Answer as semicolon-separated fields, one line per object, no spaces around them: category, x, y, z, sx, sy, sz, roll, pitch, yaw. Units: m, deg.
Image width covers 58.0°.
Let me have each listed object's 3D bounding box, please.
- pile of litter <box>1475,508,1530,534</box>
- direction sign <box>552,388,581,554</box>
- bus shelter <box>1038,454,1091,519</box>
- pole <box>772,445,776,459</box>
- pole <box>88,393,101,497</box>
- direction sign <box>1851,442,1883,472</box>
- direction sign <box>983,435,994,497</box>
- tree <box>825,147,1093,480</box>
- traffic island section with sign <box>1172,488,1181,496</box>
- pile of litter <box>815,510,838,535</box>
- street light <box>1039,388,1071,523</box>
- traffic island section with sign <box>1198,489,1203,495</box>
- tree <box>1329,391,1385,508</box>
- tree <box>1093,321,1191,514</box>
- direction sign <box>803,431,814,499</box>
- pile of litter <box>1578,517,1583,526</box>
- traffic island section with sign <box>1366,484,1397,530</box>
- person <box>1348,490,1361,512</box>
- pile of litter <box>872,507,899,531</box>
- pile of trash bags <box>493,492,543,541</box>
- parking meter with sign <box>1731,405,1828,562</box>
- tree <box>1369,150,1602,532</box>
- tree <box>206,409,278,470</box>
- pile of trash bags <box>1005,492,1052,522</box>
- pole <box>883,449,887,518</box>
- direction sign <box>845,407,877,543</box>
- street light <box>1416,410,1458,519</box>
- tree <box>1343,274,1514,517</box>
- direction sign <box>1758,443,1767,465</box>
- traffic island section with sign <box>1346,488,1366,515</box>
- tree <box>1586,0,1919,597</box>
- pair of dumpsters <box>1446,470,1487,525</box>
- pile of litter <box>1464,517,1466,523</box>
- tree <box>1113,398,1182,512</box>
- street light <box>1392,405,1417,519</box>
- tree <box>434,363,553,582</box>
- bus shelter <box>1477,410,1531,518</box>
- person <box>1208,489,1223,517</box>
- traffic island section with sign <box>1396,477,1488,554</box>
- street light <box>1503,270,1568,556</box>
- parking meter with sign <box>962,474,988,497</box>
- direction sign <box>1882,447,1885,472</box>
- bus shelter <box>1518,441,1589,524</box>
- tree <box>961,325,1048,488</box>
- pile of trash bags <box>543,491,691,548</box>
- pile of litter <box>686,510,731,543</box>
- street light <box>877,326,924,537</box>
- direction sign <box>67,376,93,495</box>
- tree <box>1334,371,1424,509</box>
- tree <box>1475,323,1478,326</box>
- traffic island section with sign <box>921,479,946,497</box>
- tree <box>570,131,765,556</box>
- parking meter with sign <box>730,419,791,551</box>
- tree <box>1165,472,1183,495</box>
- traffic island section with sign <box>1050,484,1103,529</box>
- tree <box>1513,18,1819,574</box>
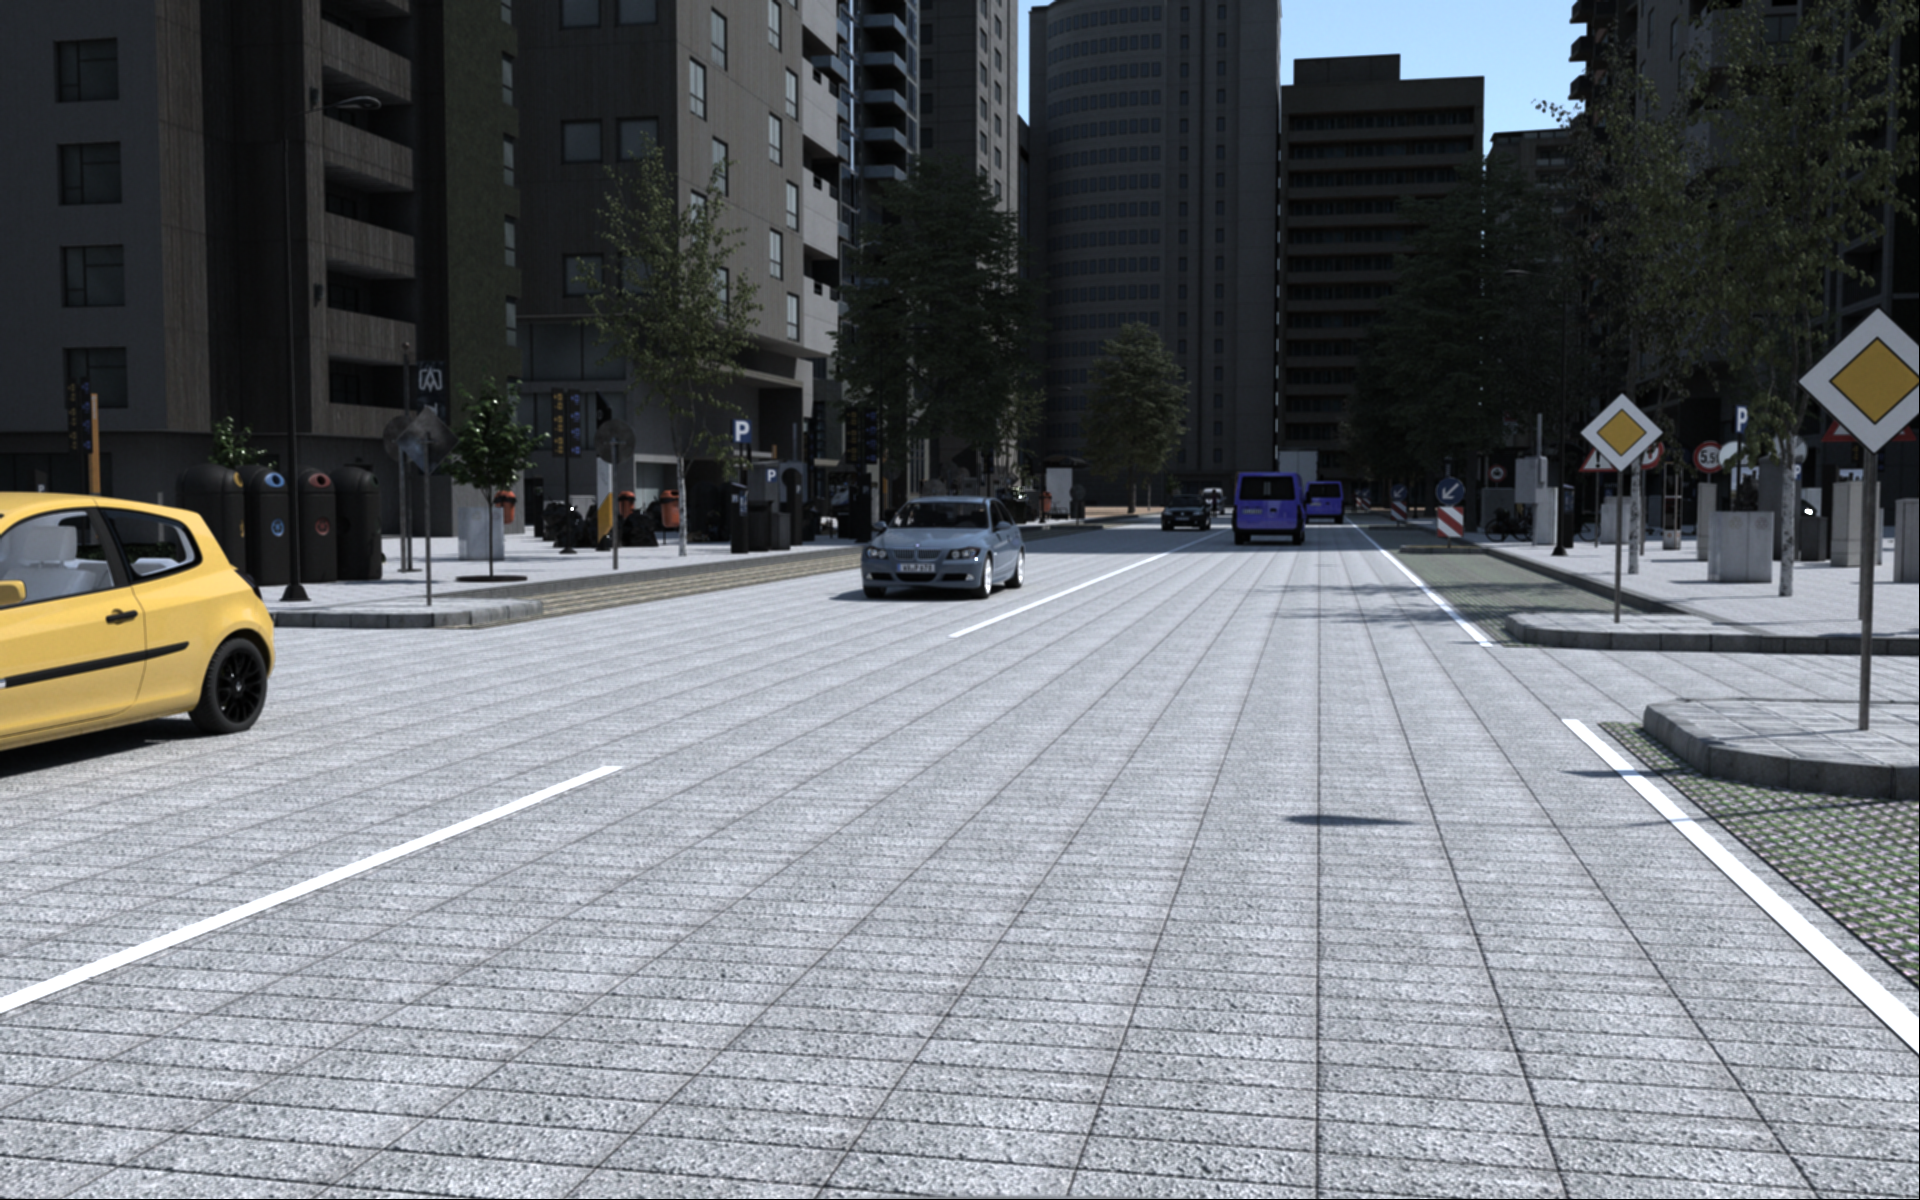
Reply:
pile of litter;17.525;-2.561;55.832;1.176;0.858;1.719;-3;5;-43
direction sign;-8.456;-2.769;37.268;0.379;3.537;0.876;2;4;28
bus shelter;5.536;-5.944;91.107;2.014;3.302;5.546;1;4;12
pole;-7.709;-4.775;71.911;0.158;3.312;0.155;0;3;0
pole;-17.585;-2.529;35.186;0.158;3.312;0.155;0;3;0
direction sign;22.630;-3.151;43.513;0.379;3.537;0.876;0;4;-2
direction sign;1.098;-4.568;66.690;0.379;3.537;0.876;-2;4;-25
tree;-0.430;-8.505;57.184;7.486;12.596;7.792;0;3;0
traffic island section with sign;15.040;-6.818;120.097;1.989;1.847;2.006;1;4;12
pile of litter;-4.352;-2.498;54.808;1.176;0.858;1.719;1;4;22
street light;4.151;-6.320;75.869;1.470;5.913;1.316;1;4;12
traffic island section with sign;20.588;-8.449;146.776;1.989;1.847;2.006;1;4;12
tree;39.867;-15.415;162.397;12.009;13.543;11.850;0;3;0
tree;11.673;-11.964;113.731;7.486;12.596;7.792;0;3;0
direction sign;-5.462;-4.318;62.602;0.379;3.537;0.876;-2;4;-29
pile of litter;22.667;-3.125;65.059;1.719;0.858;1.176;-1;4;-21
traffic island section with sign;17.309;-3.687;68.913;1.989;1.847;2.006;1;4;12
person;30.688;-7.668;134.591;1.217;1.743;0.721;-1;4;-16
pile of litter;-2.529;-2.817;60.016;1.176;0.858;1.719;-3;5;-44
pile of trash bags;-11.198;-2.327;47.804;3.447;1.369;1.912;0;4;6
parking meter with sign;15.892;-2.282;33.565;0.543;3.016;1.738;-3;4;-39
tree;17.279;-8.512;57.300;7.486;12.596;7.792;0;3;0
tree;-16.596;-2.727;39.189;1.663;3.219;1.824;0;3;0
pile of trash bags;2.814;-4.353;80.930;3.447;1.369;1.912;-2;4;-32
pole;-3.372;-5.136;77.809;0.158;3.312;0.155;0;3;0
direction sign;-2.590;-3.270;45.461;0.876;3.537;0.379;-2;4;-24
street light;17.532;-5.539;63.097;1.470;5.913;1.316;1;4;12
tree;26.916;-11.728;98.402;9.857;13.997;8.962;0;3;0
direction sign;35.523;-5.168;76.488;0.876;3.537;0.379;-2;4;-26
traffic island section with sign;27.262;-6.621;116.881;1.989;1.847;2.006;1;4;12
tree;10.150;-4.356;21.576;4.737;8.622;4.395;0;3;0
pair of dumpsters;21.158;-4.293;72.681;1.574;2.255;4.437;1;4;12
pile of litter;21.711;-3.797;76.053;1.719;0.858;1.176;-2;4;-31
tree;14.623;-11.119;132.165;4.737;8.622;4.395;0;3;0
street light;23.191;-7.193;90.152;1.470;5.913;1.316;1;4;12
tree;-7.024;-1.904;25.740;1.663;3.219;1.824;0;3;0
bus shelter;25.081;-6.293;80.523;2.179;5.291;8.768;1;4;12
person;15.754;-5.975;106.881;1.217;1.739;0.721;-3;4;-38
traffic island section with sign;11.713;-2.040;41.986;1.989;1.847;2.006;1;4;12
street light;11.964;-3.883;36.024;1.470;5.913;1.316;1;4;12
parking meter with sign;0.462;-5.061;79.007;1.738;3.016;0.543;0;4;7
direction sign;32.377;-4.257;61.606;0.876;3.537;0.379;2;4;34
bus shelter;23.586;-4.596;69.065;2.014;3.302;5.546;1;4;12
tree;1.754;-7.448;72.137;4.737;8.622;4.395;0;3;0
pile of trash bags;-8.146;-1.998;42.417;1.912;1.369;3.447;3;4;38
pile of litter;-6.833;-1.978;46.298;1.176;0.858;1.719;3;5;45
street light;-1.673;-4.621;48.098;1.470;5.913;1.316;1;4;12
direction sign;-17.068;-2.547;33.643;0.876;3.537;0.379;3;4;37
tree;37.340;-14.265;150.242;9.611;12.733;9.660;0;3;0
tree;16.701;-6.056;49.379;4.360;8.622;3.978;0;3;0
traffic island section with sign;-0.729;-2.173;44.149;1.989;1.847;2.006;1;4;12
tree;-5.751;-5.196;35.320;4.737;8.622;4.395;0;3;0
parking meter with sign;-4.557;-2.673;39.957;0.543;3.016;1.738;-3;5;-43
tree;18.151;-9.465;149.361;1.663;3.219;1.824;0;3;0
traffic island section with sign;4.807;-3.803;70.805;1.989;1.847;2.006;1;4;12
tree;11.014;-4.713;27.412;4.360;8.622;3.978;0;3;0
